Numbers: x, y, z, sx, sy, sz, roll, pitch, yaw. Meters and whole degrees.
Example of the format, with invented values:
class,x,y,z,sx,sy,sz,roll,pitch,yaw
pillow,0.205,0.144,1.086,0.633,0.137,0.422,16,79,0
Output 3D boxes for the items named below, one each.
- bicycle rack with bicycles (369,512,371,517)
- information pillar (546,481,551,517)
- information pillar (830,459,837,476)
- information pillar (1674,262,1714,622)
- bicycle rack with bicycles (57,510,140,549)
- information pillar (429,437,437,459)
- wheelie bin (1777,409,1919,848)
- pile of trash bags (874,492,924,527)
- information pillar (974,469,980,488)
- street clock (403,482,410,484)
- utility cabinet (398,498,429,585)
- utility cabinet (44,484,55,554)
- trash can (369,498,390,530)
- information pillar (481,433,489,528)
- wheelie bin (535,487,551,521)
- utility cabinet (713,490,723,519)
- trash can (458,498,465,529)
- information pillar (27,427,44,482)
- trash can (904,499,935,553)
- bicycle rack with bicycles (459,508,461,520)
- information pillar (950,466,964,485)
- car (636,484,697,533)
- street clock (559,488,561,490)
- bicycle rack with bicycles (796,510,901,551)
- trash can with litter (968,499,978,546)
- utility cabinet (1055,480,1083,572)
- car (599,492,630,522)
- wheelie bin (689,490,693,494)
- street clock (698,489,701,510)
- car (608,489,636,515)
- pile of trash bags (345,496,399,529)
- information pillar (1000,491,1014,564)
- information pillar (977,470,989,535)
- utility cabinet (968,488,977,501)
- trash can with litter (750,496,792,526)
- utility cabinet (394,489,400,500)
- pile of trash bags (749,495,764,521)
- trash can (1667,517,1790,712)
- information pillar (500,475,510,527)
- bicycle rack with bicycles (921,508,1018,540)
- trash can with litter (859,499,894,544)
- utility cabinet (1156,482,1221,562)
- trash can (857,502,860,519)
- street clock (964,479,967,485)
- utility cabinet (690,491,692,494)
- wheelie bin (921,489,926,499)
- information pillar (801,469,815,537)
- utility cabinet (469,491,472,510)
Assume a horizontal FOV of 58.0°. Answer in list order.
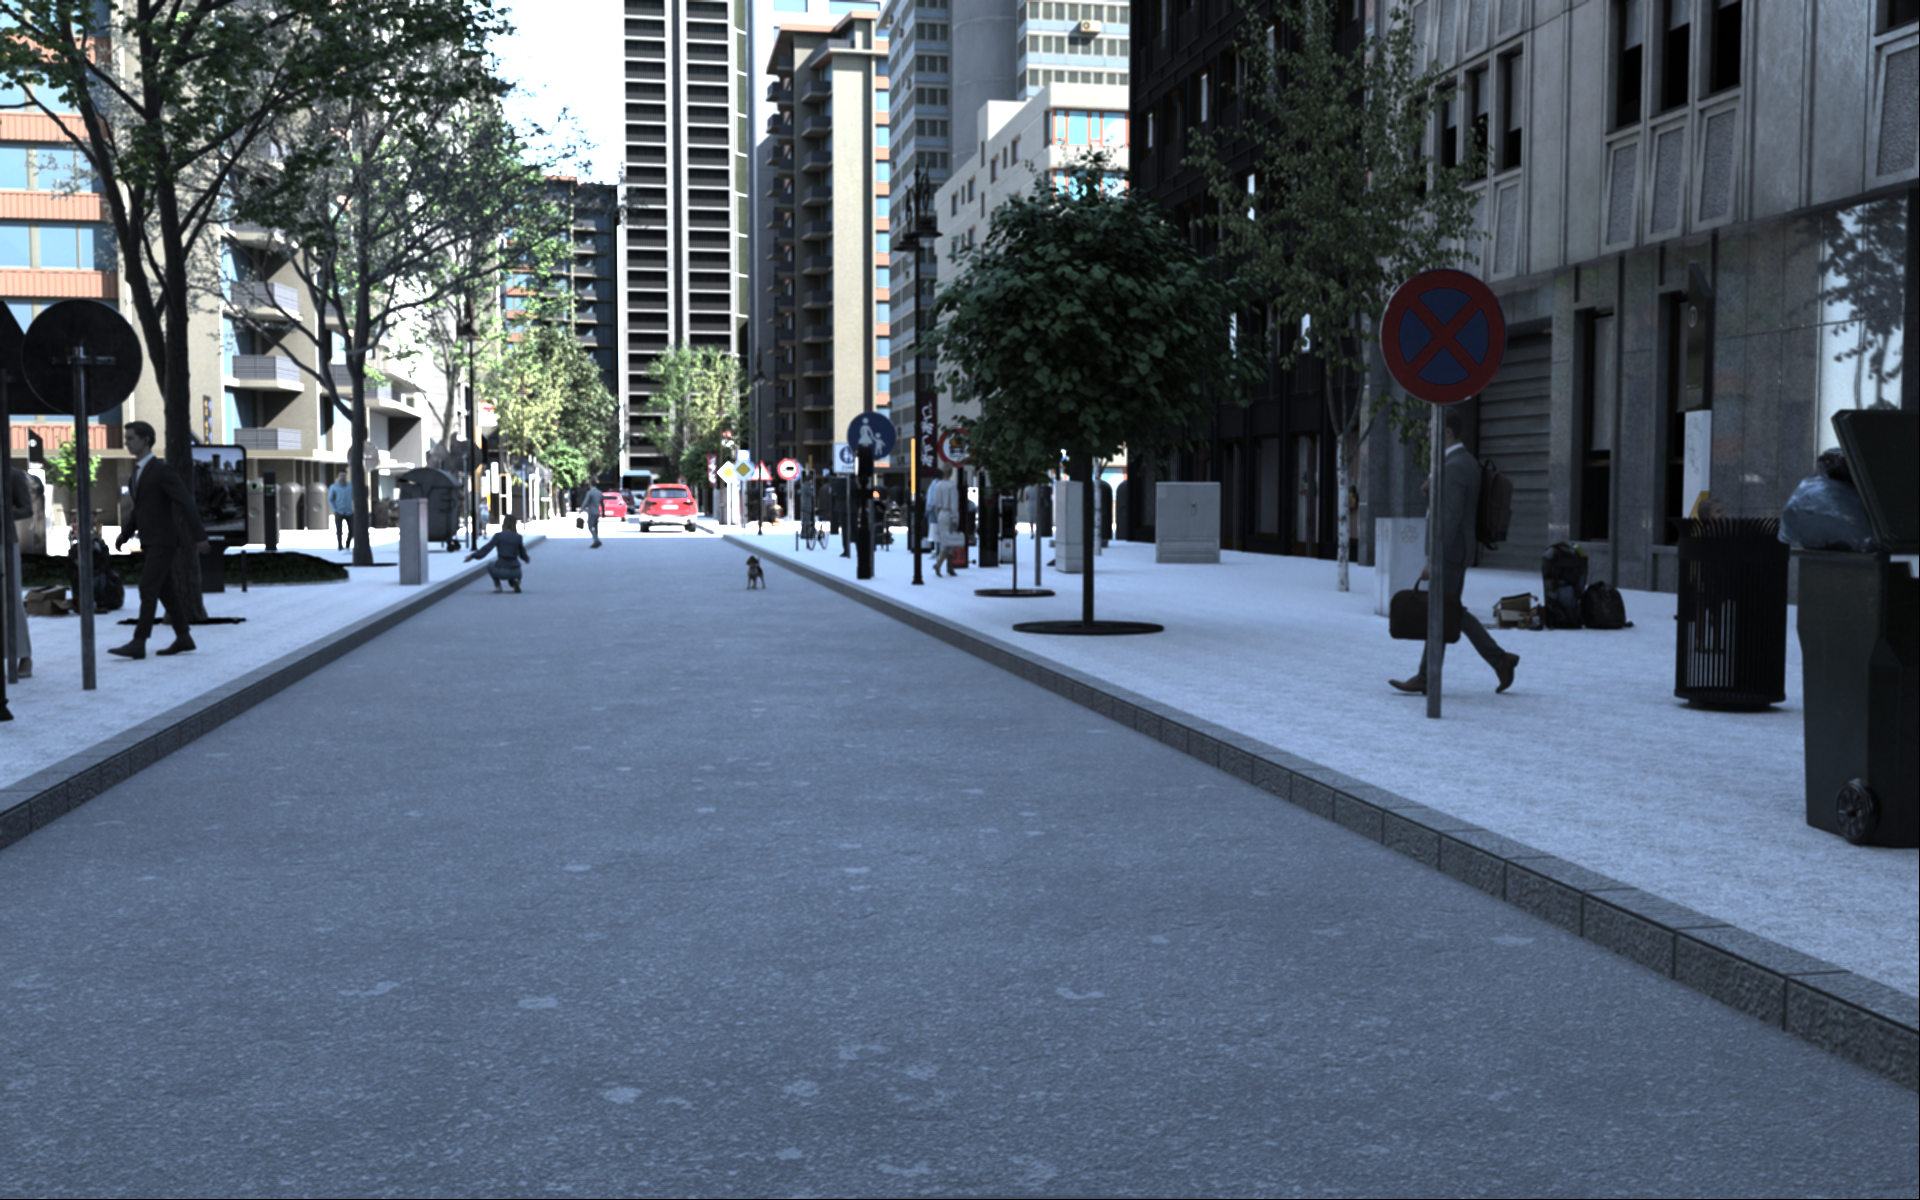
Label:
class,x,y,z,sx,sy,sz,roll,pitch,yaw
bicycle rack with bicycles,-25.669,-4.053,79.653,2.925,0.926,2.852,-1,4,-21
information pillar,-21.431,-5.230,90.003,0.304,2.012,0.304,-2,4,-24
information pillar,-8.385,-7.559,114.946,0.504,3.616,0.183,1,4,10
information pillar,7.383,-1.590,17.352,0.183,3.616,0.504,0,4,3
bicycle rack with bicycles,-19.596,-1.634,40.094,2.852,0.926,2.925,-1,4,-12
information pillar,-21.584,-4.880,71.140,0.504,3.616,0.183,2,4,27
wheelie bin,3.534,0.087,6.492,0.980,1.594,0.693,0,4,-3
pile of trash bags,-2.508,-3.551,67.807,3.447,1.369,1.912,3,5,44
information pillar,0.806,-5.536,81.870,0.183,3.616,0.504,2,4,29
street clock,-31.531,-5.761,98.761,0.471,2.002,0.358,3,5,40
utility cabinet,-7.851,-0.838,24.869,0.306,1.237,1.020,-1,4,-11
utility cabinet,-19.453,-1.721,36.811,0.318,1.500,1.173,-1,4,-23
trash can,-20.971,-3.118,62.630,0.748,1.137,0.748,0,3,0
information pillar,-16.878,-4.270,61.176,0.504,3.616,0.183,1,4,18
wheelie bin,-20.000,-4.570,82.627,0.693,1.594,0.980,3,4,37
utility cabinet,-11.690,-4.744,86.245,1.173,1.500,0.318,-1,4,-12
trash can,-18.444,-3.172,63.517,0.748,1.137,0.748,0,3,0
information pillar,-32.290,-4.231,60.524,0.504,3.616,0.183,-3,5,-44
trash can,-0.848,-1.596,37.749,0.748,1.137,0.748,0,3,0
bicycle rack with bicycles,-25.525,-4.317,83.958,2.925,0.926,2.852,-1,4,-15
information pillar,-0.099,-2.274,41.677,0.304,2.012,0.304,-3,5,-44
car,-11.094,-3.483,65.626,2.281,1.827,5.304,-1,4,-12
street clock,-29.042,-7.459,126.523,0.471,2.002,0.358,-3,5,-42
bicycle rack with bicycles,-2.601,-1.621,39.886,2.852,0.926,2.925,0,4,4
trash can with litter,0.246,-1.934,43.010,0.624,1.170,1.055,-1,4,-11
utility cabinet,1.808,-1.213,28.511,0.318,1.500,1.173,0,4,-5
car,-18.036,-4.876,88.770,2.155,1.783,4.494,-1,4,-10
wheelie bin,-20.273,-7.454,129.786,0.693,1.594,0.980,2,4,35
street clock,-18.392,-7.225,122.694,0.358,2.002,0.471,1,4,10
car,-23.703,-6.849,120.659,2.281,1.827,5.304,-1,4,-9
pile of trash bags,-21.688,-3.382,65.043,3.447,1.369,1.912,-3,4,-38
information pillar,0.882,-1.677,31.913,0.304,2.012,0.304,0,4,1
information pillar,0.717,-3.017,53.827,0.304,2.012,0.304,1,4,13
utility cabinet,0.814,-3.525,66.316,1.173,1.500,0.318,-1,4,-14
trash can with litter,-8.009,-3.984,76.190,1.678,1.210,2.233,1,4,10
utility cabinet,-24.338,-4.109,75.867,0.318,1.500,1.173,1,4,13
pile of trash bags,-10.032,-4.371,81.210,1.912,1.369,3.447,1,4,21
trash can,4.620,0.078,10.372,0.748,1.137,0.748,0,3,0
information pillar,-17.116,-3.708,65.110,0.304,2.012,0.304,0,4,-3
bicycle rack with bicycles,0.370,-2.117,47.994,2.925,0.926,2.852,-2,4,-32
trash can with litter,-2.101,-2.001,44.099,0.624,1.170,1.055,1,4,22
utility cabinet,4.231,-1.436,32.153,1.173,1.500,0.318,0,4,4
trash can,-4.465,-4.117,78.969,0.748,1.137,0.748,0,3,0
street clock,0.076,-4.664,80.822,0.471,2.002,0.358,2,4,23
utility cabinet,-19.872,-7.178,126.045,0.318,1.500,1.173,-2,4,-30
wheelie bin,-2.132,-5.699,101.085,0.693,1.594,0.980,1,4,10
information pillar,-4.517,-2.874,51.474,0.304,2.012,0.304,3,5,41
utility cabinet,-33.093,-6.694,118.132,0.318,1.500,1.173,1,4,11
